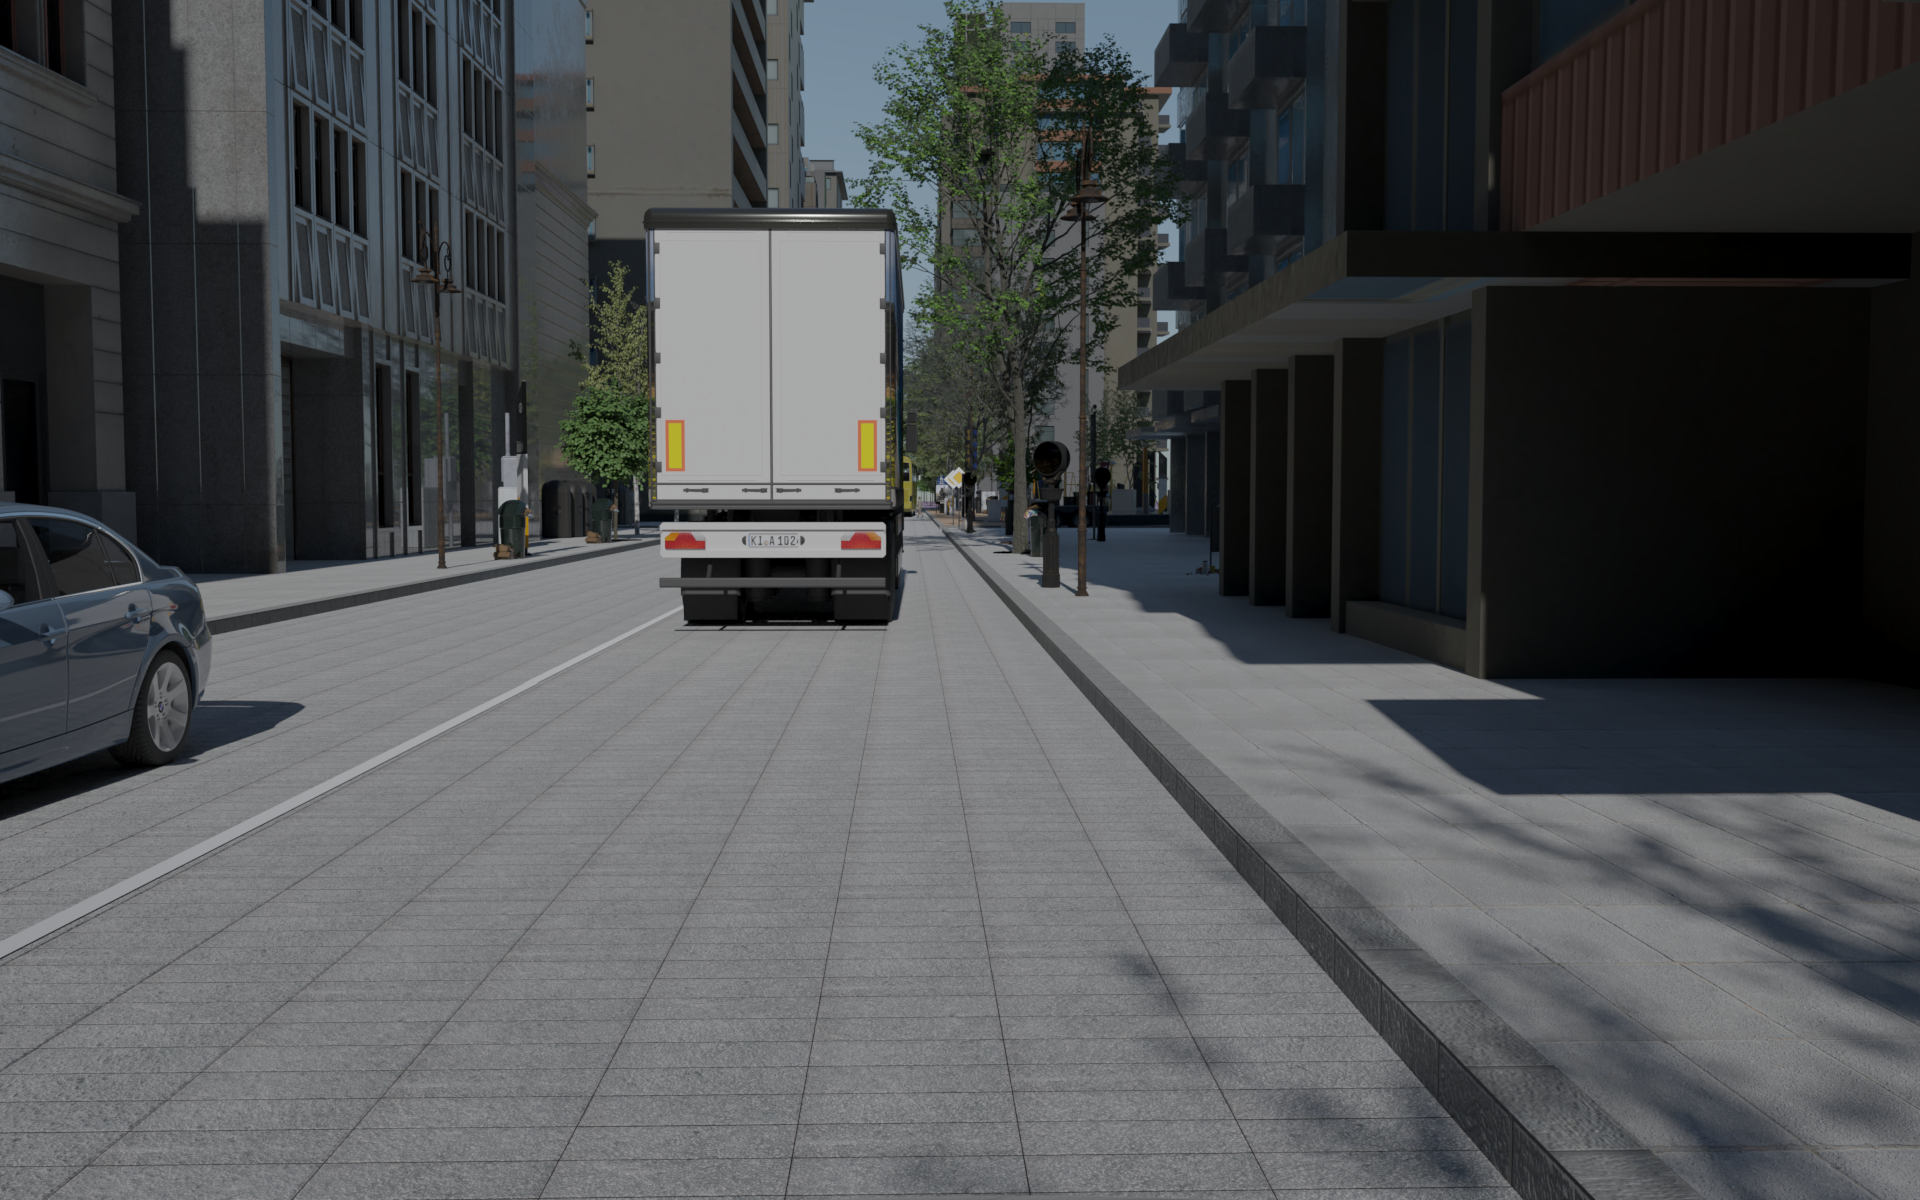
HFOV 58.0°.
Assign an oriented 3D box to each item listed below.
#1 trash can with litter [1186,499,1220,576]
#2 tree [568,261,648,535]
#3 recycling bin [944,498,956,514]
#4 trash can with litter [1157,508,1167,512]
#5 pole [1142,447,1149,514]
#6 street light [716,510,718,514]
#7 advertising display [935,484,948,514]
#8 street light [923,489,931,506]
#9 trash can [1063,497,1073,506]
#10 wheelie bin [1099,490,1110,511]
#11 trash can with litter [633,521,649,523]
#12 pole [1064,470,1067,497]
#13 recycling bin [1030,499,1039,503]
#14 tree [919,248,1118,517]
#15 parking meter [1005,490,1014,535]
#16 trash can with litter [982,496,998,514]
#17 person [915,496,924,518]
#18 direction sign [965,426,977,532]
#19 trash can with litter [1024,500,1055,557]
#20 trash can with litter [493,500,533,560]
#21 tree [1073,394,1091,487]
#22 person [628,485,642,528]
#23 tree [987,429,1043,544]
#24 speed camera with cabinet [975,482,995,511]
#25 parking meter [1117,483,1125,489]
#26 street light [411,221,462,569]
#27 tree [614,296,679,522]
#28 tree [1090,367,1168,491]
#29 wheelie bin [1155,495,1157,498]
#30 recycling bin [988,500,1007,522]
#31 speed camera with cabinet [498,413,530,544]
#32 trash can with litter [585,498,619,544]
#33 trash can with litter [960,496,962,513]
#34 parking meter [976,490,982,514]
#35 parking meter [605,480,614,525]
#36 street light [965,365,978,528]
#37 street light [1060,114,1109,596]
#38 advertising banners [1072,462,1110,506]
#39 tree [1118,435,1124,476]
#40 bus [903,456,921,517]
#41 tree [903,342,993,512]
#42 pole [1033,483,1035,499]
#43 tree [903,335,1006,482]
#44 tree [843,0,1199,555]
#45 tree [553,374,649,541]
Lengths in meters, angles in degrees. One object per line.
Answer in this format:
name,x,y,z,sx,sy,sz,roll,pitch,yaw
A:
trash can with litter,4.707,-1.034,27.957,2.233,1.210,1.678,0,4,1
tree,-10.185,-6.362,54.386,4.737,8.622,4.395,0,3,0
recycling bin,-0.660,-6.092,112.153,0.722,1.027,0.722,0,4,-3
trash can with litter,14.761,-6.936,124.786,1.055,1.170,0.624,-3,5,-39
pole,8.083,-5.012,75.785,0.158,3.312,0.155,0,3,0
street light,-10.184,-6.092,72.393,0.468,5.910,1.993,0,4,-2
advertising display,-1.162,-6.665,114.181,0.974,1.923,0.123,-1,4,-20
street light,-4.288,-15.311,223.121,0.468,5.910,1.993,0,4,-2
trash can,6.360,-5.500,101.579,0.748,1.137,0.748,0,3,0
wheelie bin,10.745,-7.402,128.936,0.980,1.594,0.693,3,5,42
trash can with litter,-15.120,-4.042,77.150,2.233,1.210,1.678,2,4,28
pole,8.307,-8.730,136.580,0.158,3.312,0.155,0,3,0
recycling bin,3.643,-4.651,88.595,0.722,1.027,0.722,1,4,15
tree,1.711,-6.216,51.995,4.360,8.622,3.978,0,3,0
parking meter,1.601,-2.793,54.069,0.372,1.533,0.369,0,3,0
trash can with litter,1.755,-6.062,110.500,0.624,1.170,1.055,-3,4,-36
person,-2.409,-5.514,102.927,0.640,1.303,0.475,2,4,29
direction sign,0.370,-4.042,58.088,0.379,3.537,0.876,2,4,26
trash can with litter,1.639,-1.476,35.520,0.624,1.170,1.055,0,4,4
trash can with litter,-8.834,-1.392,34.139,0.624,1.170,1.055,0,4,0
tree,9.520,-10.311,118.945,4.737,8.622,4.395,0,3,0
person,-12.602,-3.582,67.265,0.583,1.804,0.606,-1,4,-12
tree,1.429,-3.077,44.912,1.663,3.219,1.824,0,3,0
speed camera with cabinet,1.364,-7.551,117.796,2.038,3.252,0.660,-2,4,-24
parking meter,8.586,-5.302,92.394,0.399,1.863,0.255,-3,4,-38
street light,-8.912,-3.476,29.621,0.468,5.910,1.993,0,4,-2
tree,-10.035,-6.746,60.665,4.360,8.622,3.978,0,3,0
tree,9.888,-9.133,99.695,4.737,8.622,4.395,0,3,0
wheelie bin,14.586,-7.644,132.887,0.980,1.594,0.693,-1,4,-11
recycling bin,1.732,-4.094,79.488,0.722,1.027,0.722,2,4,28
speed camera with cabinet,-10.739,-2.897,41.694,0.660,3.252,2.038,-1,4,-10
trash can with litter,-9.348,-2.061,45.080,0.624,1.170,1.055,1,4,10
trash can with litter,0.242,-6.401,116.044,0.624,1.170,1.055,0,4,3
parking meter,1.232,-6.459,114.021,0.372,1.533,0.369,0,3,0
parking meter,-14.288,-3.985,70.864,0.255,1.863,0.399,2,4,27
street light,0.414,-5.482,62.425,0.468,5.910,1.993,0,4,-2
street light,1.534,-2.986,21.604,0.468,5.910,1.993,0,4,-2
advertising banners,7.107,-5.985,94.042,2.074,3.025,0.090,0,4,1
tree,11.974,-11.935,145.496,4.360,8.622,3.978,0,3,0
bus,-4.134,-7.306,111.002,2.896,3.916,12.252,0,4,0
tree,-1.285,-12.724,126.169,7.486,12.596,7.792,0,3,0
pole,6.199,-9.220,144.592,0.158,3.312,0.155,0,3,0
tree,-1.164,-14.241,139.493,9.857,13.997,8.962,0,3,0
tree,1.147,-6.802,36.965,9.928,11.665,9.643,0,3,0
tree,-9.463,-3.907,47.588,4.285,4.588,4.351,0,3,0
